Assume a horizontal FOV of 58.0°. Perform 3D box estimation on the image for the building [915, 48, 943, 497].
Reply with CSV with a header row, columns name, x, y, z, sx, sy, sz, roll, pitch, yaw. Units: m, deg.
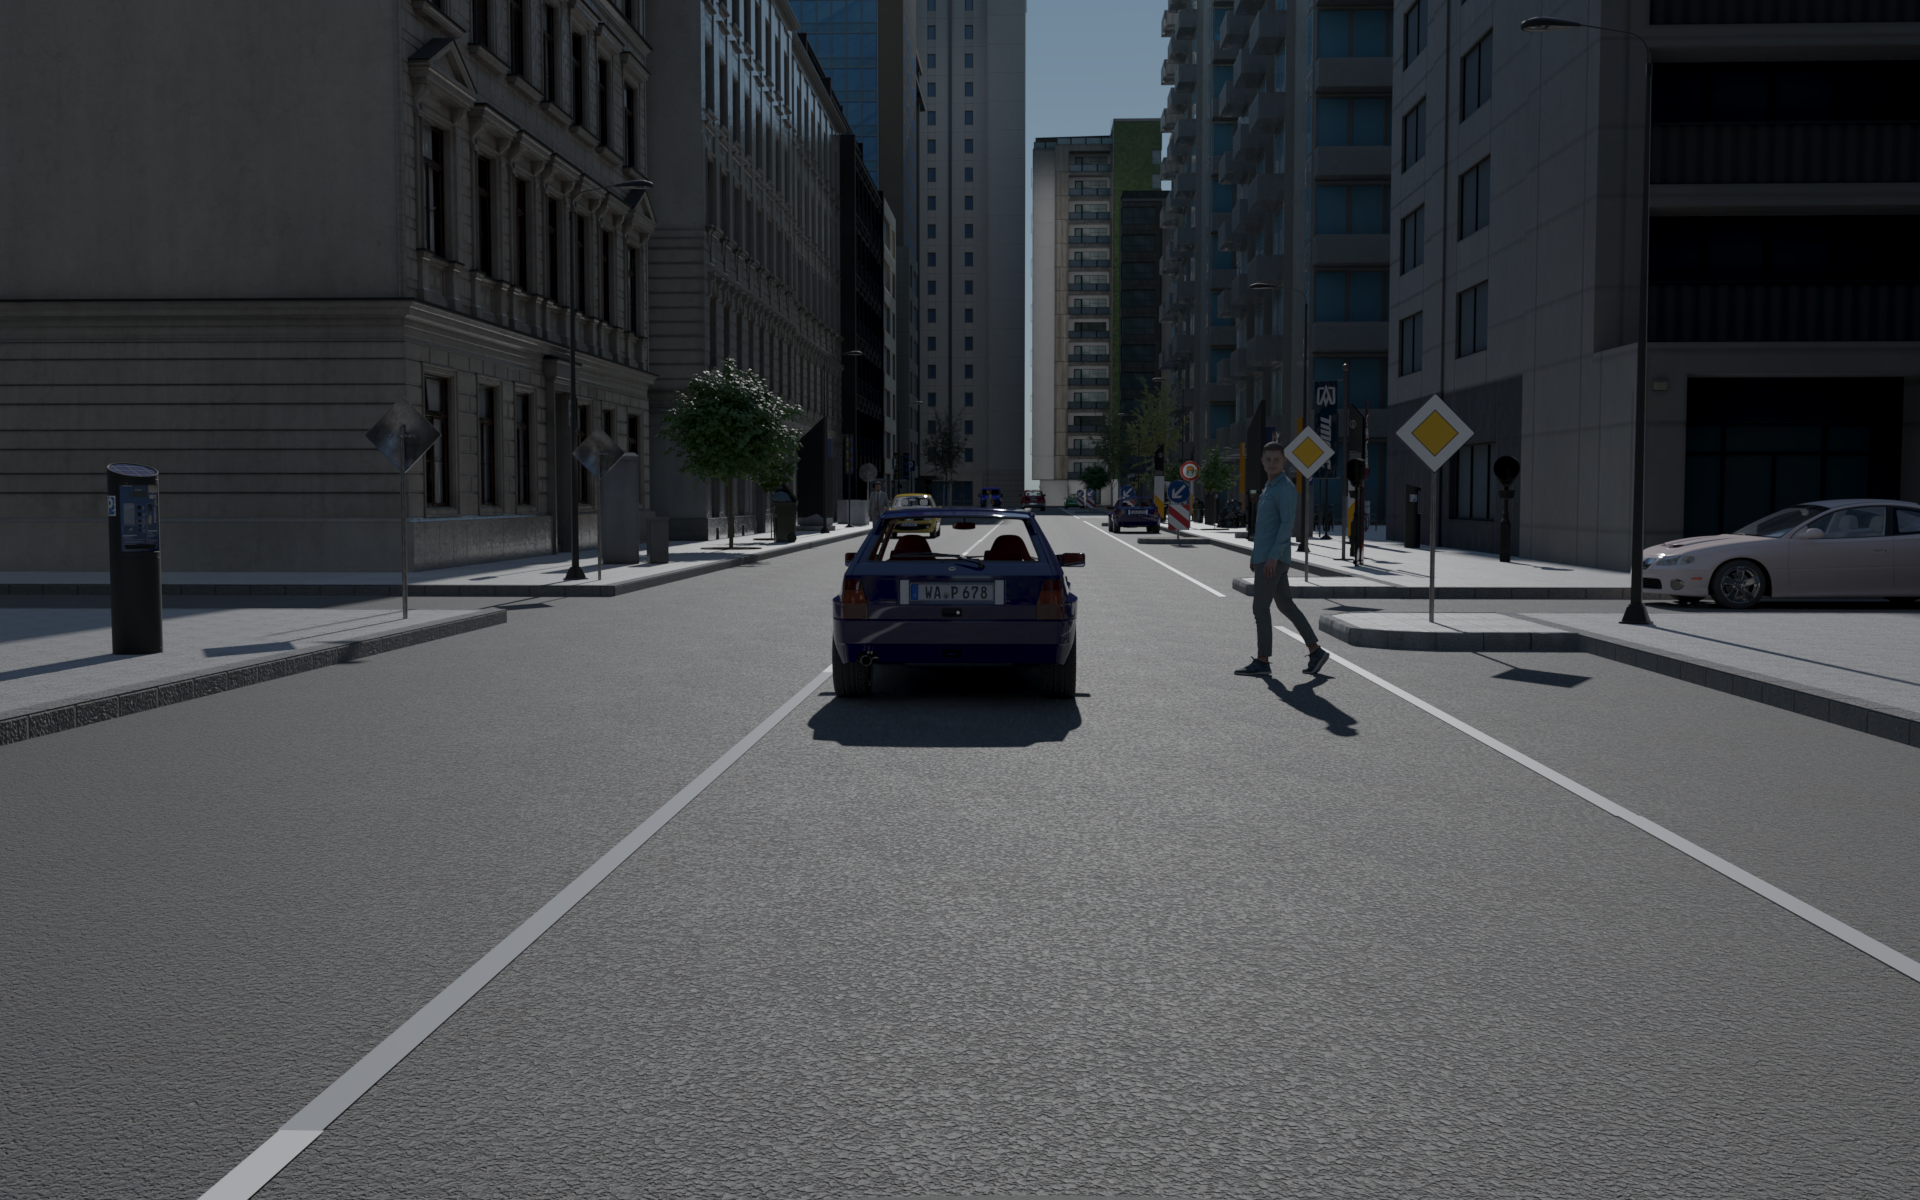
name,x,y,z,sx,sy,sz,roll,pitch,yaw
building,-16.457,-31.156,164.020,28.867,44.769,22.147,0,4,2

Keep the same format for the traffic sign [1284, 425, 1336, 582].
name,x,y,z,sx,sy,sz,roll,pitch,yaw
traffic sign,5.066,-1.324,25.285,0.795,2.450,0.064,0,4,2

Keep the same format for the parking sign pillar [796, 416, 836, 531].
name,x,y,z,sx,sy,sz,roll,pitch,yaw
parking sign pillar,-5.065,-4.400,60.414,1.447,3.967,1.447,3,4,36

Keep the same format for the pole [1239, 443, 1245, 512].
name,x,y,z,sx,sy,sz,roll,pitch,yaw
pole,11.173,-4.572,68.593,0.158,3.312,0.155,0,3,0

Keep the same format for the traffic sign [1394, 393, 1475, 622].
name,x,y,z,sx,sy,sz,roll,pitch,yaw
traffic sign,4.725,-0.836,17.308,0.795,2.450,0.064,0,4,2

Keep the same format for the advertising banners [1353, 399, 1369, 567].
name,x,y,z,sx,sy,sz,roll,pitch,yaw
advertising banners,7.296,-2.155,31.429,0.090,3.025,2.074,1,4,19

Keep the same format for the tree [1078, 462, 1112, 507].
name,x,y,z,sx,sy,sz,roll,pitch,yaw
tree,13.334,-11.489,171.553,4.285,4.588,4.351,0,3,0

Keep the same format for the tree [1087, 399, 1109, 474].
name,x,y,z,sx,sy,sz,roll,pitch,yaw
tree,11.747,-11.187,133.274,4.737,8.622,4.395,0,3,0

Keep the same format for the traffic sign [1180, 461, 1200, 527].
name,x,y,z,sx,sy,sz,roll,pitch,yaw
traffic sign,8.851,-4.072,66.676,0.768,2.556,0.104,0,4,5

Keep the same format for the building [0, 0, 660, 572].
name,x,y,z,sx,sy,sz,roll,pitch,yaw
building,-13.250,-10.544,37.025,10.561,19.102,19.286,0,4,2

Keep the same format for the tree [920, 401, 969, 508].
name,x,y,z,sx,sy,sz,roll,pitch,yaw
tree,-1.286,-11.394,136.647,4.360,8.622,3.978,0,3,0

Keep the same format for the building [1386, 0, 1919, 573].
name,x,y,z,sx,sy,sz,roll,pitch,yaw
building,21.647,-36.541,35.697,20.611,71.187,20.563,0,4,2

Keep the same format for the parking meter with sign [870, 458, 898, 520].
name,x,y,z,sx,sy,sz,roll,pitch,yaw
parking meter with sign,-4.007,-5.378,84.199,1.738,3.016,0.543,1,4,9

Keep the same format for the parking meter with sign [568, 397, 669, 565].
name,x,y,z,sx,sy,sz,roll,pitch,yaw
parking meter with sign,-6.240,-2.168,31.713,1.738,3.016,0.543,-1,4,-22

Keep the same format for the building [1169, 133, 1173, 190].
name,x,y,z,sx,sy,sz,roll,pitch,yaw
building,36.551,-33.097,195.756,28.867,44.769,22.147,0,4,2

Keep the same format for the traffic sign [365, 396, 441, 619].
name,x,y,z,sx,sy,sz,roll,pitch,yaw
traffic sign,-5.709,-0.864,17.772,0.795,2.450,0.064,0,4,2

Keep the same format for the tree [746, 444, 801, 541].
name,x,y,z,sx,sy,sz,roll,pitch,yaw
tree,-5.132,-3.267,48.018,1.663,3.219,1.824,0,3,0

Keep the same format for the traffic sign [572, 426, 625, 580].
name,x,y,z,sx,sy,sz,roll,pitch,yaw
traffic sign,-5.368,-1.352,25.750,0.795,2.450,0.064,0,4,2

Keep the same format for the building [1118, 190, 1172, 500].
name,x,y,z,sx,sy,sz,roll,pitch,yaw
building,22.219,-24.166,166.810,14.160,30.474,14.107,0,4,2

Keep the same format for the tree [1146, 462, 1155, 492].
name,x,y,z,sx,sy,sz,roll,pitch,yaw
tree,10.504,-5.833,89.968,1.663,3.219,1.824,0,3,0

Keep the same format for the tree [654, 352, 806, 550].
name,x,y,z,sx,sy,sz,roll,pitch,yaw
tree,-5.414,-3.465,40.362,4.285,4.588,4.351,0,3,0

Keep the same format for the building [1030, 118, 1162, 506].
name,x,y,z,sx,sy,sz,roll,pitch,yaw
building,14.889,-31.093,191.962,14.086,41.232,14.154,0,4,2

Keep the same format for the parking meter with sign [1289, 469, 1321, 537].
name,x,y,z,sx,sy,sz,roll,pitch,yaw
parking meter with sign,10.271,-3.411,52.037,0.543,3.016,1.738,-2,4,-29

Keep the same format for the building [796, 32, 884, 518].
name,x,y,z,sx,sy,sz,roll,pitch,yaw
building,-10.861,-16.030,91.771,12.332,23.373,15.834,0,4,2

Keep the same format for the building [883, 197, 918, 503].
name,x,y,z,sx,sy,sz,roll,pitch,yaw
building,-17.601,-16.574,116.032,27.650,21.520,28.899,0,4,2

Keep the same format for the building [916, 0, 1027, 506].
name,x,y,z,sx,sy,sz,roll,pitch,yaw
building,-6.643,-39.995,195.915,28.212,58.520,21.231,0,4,2

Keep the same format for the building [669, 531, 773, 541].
name,x,y,z,sx,sy,sz,roll,pitch,yaw
building,-11.163,-12.634,55.712,9.793,20.994,18.267,0,4,2

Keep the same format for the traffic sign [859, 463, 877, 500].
name,x,y,z,sx,sy,sz,roll,pitch,yaw
traffic sign,-3.830,-4.401,72.069,0.768,2.556,0.104,0,4,7

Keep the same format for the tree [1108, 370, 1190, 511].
name,x,y,z,sx,sy,sz,roll,pitch,yaw
tree,11.660,-9.354,103.292,4.737,8.622,4.395,0,3,0

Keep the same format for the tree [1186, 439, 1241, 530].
name,x,y,z,sx,sy,sz,roll,pitch,yaw
tree,9.047,-4.077,61.267,1.663,3.219,1.824,0,3,0

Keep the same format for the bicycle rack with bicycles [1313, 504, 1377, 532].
name,x,y,z,sx,sy,sz,roll,pitch,yaw
bicycle rack with bicycles,13.119,-2.833,59.696,2.852,0.926,2.925,2,4,26

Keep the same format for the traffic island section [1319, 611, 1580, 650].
name,x,y,z,sx,sy,sz,roll,pitch,yaw
traffic island section,4.749,0.300,17.384,2.009,0.180,2.903,0,4,2

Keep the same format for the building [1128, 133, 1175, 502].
name,x,y,z,sx,sy,sz,roll,pitch,yaw
building,30.796,-27.843,147.116,32.217,40.220,23.993,0,4,2

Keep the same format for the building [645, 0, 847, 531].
name,x,y,z,sx,sy,sz,roll,pitch,yaw
building,-10.656,-13.752,74.003,9.793,20.994,18.267,0,4,2

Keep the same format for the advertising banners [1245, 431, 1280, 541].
name,x,y,z,sx,sy,sz,roll,pitch,yaw
advertising banners,8.405,-3.163,47.908,0.090,3.025,2.074,2,4,35

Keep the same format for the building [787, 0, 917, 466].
name,x,y,z,sx,sy,sz,roll,pitch,yaw
building,-10.807,-29.751,136.545,14.600,45.320,14.200,0,4,2

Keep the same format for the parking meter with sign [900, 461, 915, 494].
name,x,y,z,sx,sy,sz,roll,pitch,yaw
parking meter with sign,-3.201,-5.713,89.668,1.738,3.016,0.543,-2,4,-35

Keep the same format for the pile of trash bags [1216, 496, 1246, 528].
name,x,y,z,sx,sy,sz,roll,pitch,yaw
pile of trash bags,11.242,-3.484,66.720,1.912,1.369,3.447,2,4,30

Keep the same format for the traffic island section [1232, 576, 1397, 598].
name,x,y,z,sx,sy,sz,roll,pitch,yaw
traffic island section,5.090,-0.188,25.362,2.009,0.180,2.903,0,4,2

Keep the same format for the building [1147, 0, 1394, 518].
name,x,y,z,sx,sy,sz,roll,pitch,yaw
building,25.575,-30.597,119.870,23.786,49.044,30.456,0,4,2

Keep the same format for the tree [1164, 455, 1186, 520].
name,x,y,z,sx,sy,sz,roll,pitch,yaw
tree,10.715,-5.524,84.923,1.663,3.219,1.824,0,3,0

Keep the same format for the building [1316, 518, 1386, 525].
name,x,y,z,sx,sy,sz,roll,pitch,yaw
building,24.316,-28.282,82.016,23.786,49.044,30.456,0,4,2

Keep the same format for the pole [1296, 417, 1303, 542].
name,x,y,z,sx,sy,sz,roll,pitch,yaw
pole,9.067,-3.198,46.132,0.158,3.312,0.155,0,3,0
